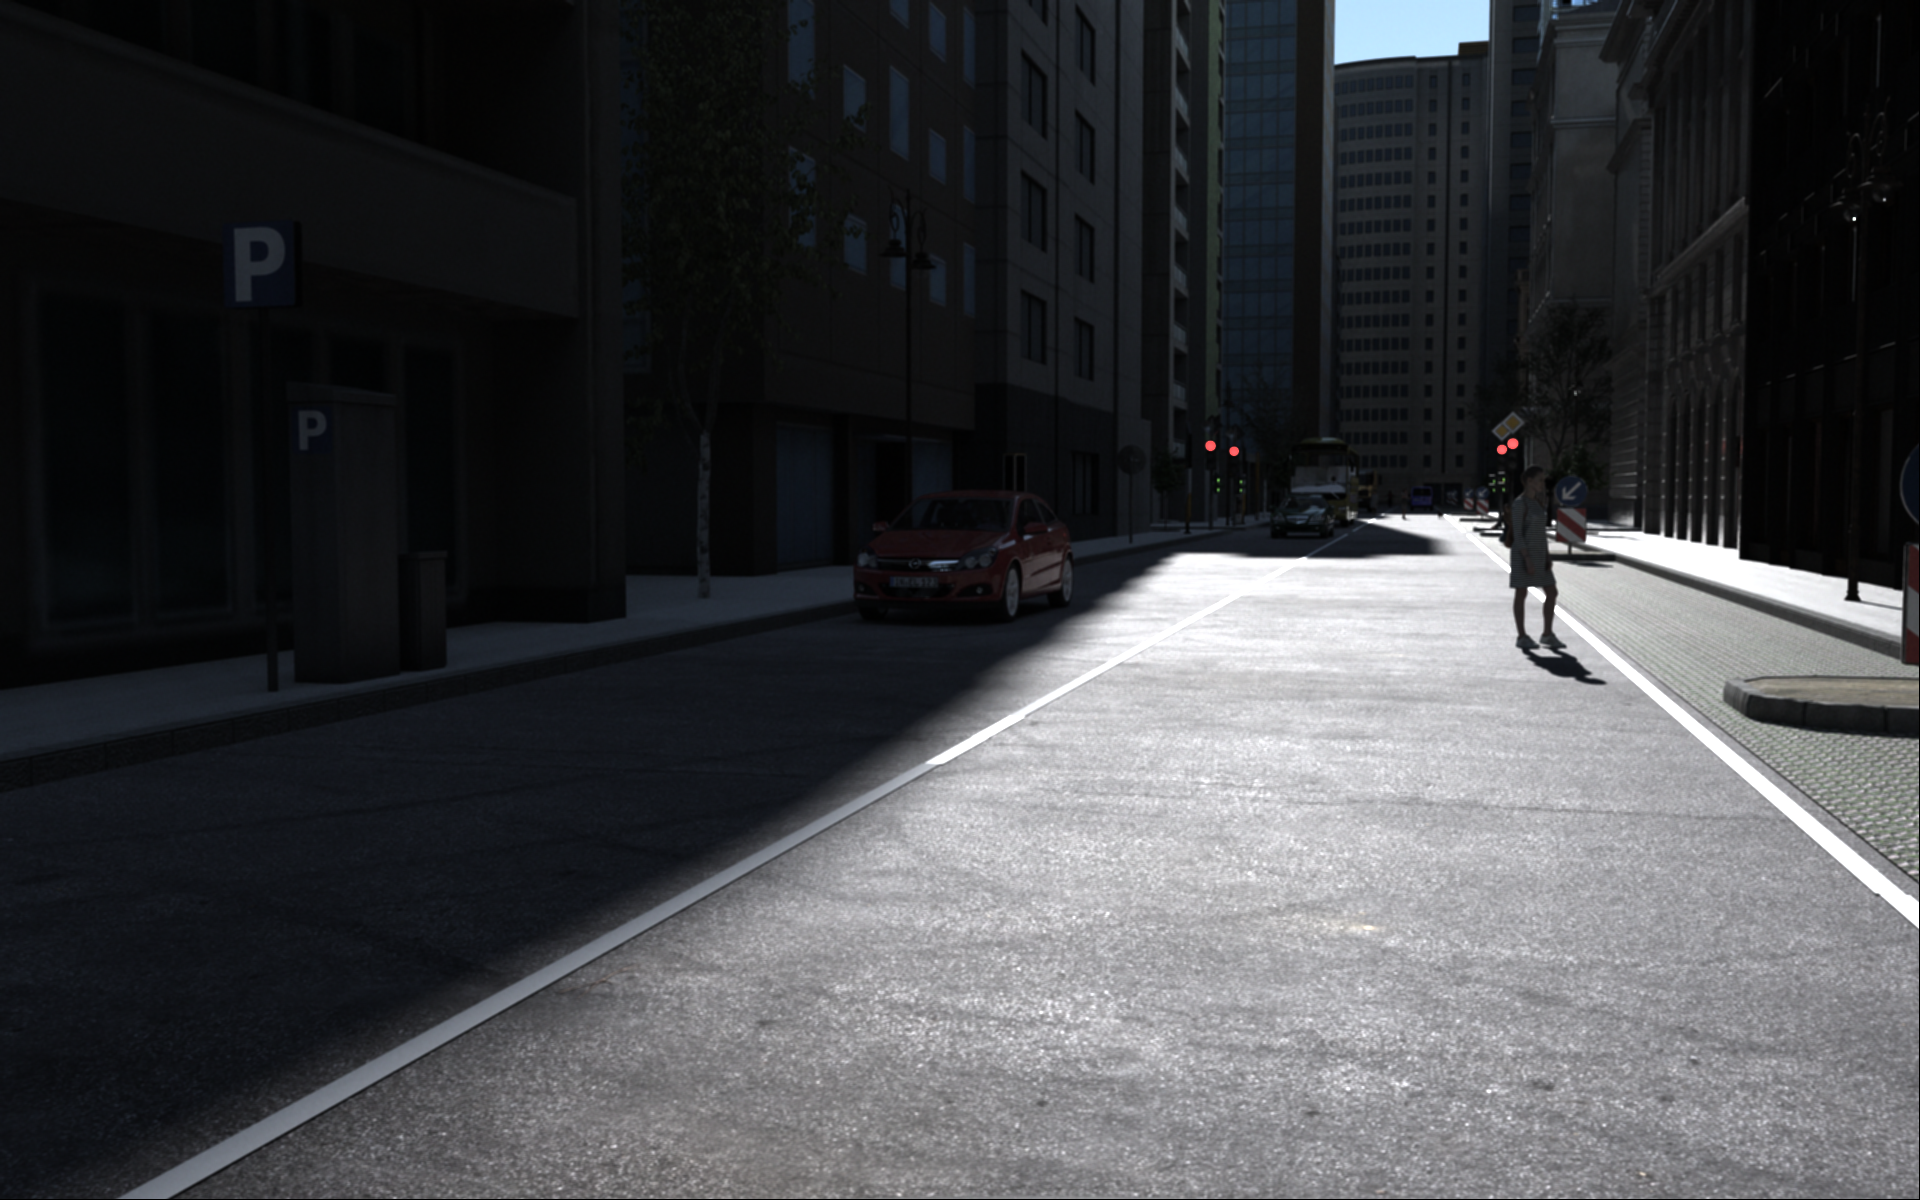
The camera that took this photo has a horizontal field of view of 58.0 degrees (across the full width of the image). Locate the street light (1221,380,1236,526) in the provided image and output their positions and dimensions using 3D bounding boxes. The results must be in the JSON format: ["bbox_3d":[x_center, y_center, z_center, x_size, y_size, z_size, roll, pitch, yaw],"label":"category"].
[{"bbox_3d":[10.856,-5.952,70.099,0.468,5.910,1.993,1,4,15],"label":"street light"}]

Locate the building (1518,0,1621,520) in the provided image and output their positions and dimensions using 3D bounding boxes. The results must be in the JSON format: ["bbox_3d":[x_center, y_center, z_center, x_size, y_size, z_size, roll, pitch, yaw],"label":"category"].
[{"bbox_3d":[37.775,-18.803,93.328,13.634,28.700,20.117,1,4,15],"label":"building"}]

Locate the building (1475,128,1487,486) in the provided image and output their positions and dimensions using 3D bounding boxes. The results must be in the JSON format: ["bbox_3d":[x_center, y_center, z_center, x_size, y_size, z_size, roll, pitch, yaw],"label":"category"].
[{"bbox_3d":[67.995,-33.728,201.555,14.600,45.320,14.200,1,4,15],"label":"building"}]

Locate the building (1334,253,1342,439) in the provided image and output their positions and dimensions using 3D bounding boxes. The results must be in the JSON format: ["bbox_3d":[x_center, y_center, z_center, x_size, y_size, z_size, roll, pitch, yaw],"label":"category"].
[{"bbox_3d":[38.810,-26.772,209.429,14.107,30.474,14.160,1,4,15],"label":"building"}]

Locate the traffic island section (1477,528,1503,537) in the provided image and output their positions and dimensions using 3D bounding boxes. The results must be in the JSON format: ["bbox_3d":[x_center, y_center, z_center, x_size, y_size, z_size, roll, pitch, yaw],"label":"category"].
[{"bbox_3d":[18.723,-2.234,58.814,2.009,0.180,2.903,1,4,15],"label":"traffic island section"}]

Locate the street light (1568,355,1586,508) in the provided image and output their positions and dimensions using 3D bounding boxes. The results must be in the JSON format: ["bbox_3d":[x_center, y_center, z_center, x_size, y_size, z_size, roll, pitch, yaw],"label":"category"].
[{"bbox_3d":[20.563,-5.202,57.839,0.468,5.910,1.993,1,4,15],"label":"street light"}]

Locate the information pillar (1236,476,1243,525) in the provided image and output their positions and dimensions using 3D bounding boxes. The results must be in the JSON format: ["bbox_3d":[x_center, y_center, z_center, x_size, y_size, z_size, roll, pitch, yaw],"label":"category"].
[{"bbox_3d":[11.531,-4.107,71.634,0.304,2.012,0.304,1,4,10],"label":"information pillar"}]

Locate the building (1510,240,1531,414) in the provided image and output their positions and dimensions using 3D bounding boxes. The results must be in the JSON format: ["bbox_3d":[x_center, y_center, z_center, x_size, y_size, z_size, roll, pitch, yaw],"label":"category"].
[{"bbox_3d":[45.787,-18.383,119.646,14.460,24.649,34.723,1,4,15],"label":"building"}]

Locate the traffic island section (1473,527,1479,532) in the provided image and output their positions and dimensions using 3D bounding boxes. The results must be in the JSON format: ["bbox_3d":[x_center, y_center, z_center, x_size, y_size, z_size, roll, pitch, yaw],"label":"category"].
[{"bbox_3d":[20.773,-2.707,66.532,2.009,0.180,2.903,1,4,15],"label":"traffic island section"}]

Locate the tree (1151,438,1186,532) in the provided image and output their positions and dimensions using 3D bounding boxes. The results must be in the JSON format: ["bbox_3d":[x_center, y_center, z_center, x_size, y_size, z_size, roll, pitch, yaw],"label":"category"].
[{"bbox_3d":[7.121,-3.973,59.565,1.663,3.219,1.824,0,3,0],"label":"tree"}]

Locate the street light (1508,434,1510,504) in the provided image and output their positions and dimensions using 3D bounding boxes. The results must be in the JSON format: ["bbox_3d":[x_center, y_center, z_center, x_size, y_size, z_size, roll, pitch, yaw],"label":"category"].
[{"bbox_3d":[32.063,-7.844,101.041,0.468,5.910,1.993,1,4,15],"label":"street light"}]

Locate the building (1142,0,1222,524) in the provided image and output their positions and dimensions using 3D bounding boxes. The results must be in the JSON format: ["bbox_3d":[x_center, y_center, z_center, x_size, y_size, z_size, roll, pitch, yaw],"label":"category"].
[{"bbox_3d":[3.913,-24.106,77.731,14.154,41.232,14.086,1,4,15],"label":"building"}]

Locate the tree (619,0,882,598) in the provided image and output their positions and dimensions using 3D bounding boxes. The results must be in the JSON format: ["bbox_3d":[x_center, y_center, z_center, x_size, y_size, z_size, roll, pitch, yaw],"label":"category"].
[{"bbox_3d":[-3.104,-4.341,21.343,4.737,8.622,4.395,0,3,0],"label":"tree"}]

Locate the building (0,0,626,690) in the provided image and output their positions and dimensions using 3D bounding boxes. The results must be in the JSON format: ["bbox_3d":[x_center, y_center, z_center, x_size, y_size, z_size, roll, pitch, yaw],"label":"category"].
[{"bbox_3d":[-16.452,-23.572,9.101,21.300,48.544,21.600,1,4,15],"label":"building"}]

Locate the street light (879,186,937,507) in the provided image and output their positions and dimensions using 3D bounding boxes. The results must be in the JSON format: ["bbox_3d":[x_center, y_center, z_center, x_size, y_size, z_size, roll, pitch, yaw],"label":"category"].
[{"bbox_3d":[-0.781,-3.279,26.398,0.468,5.910,1.993,1,4,15],"label":"street light"}]

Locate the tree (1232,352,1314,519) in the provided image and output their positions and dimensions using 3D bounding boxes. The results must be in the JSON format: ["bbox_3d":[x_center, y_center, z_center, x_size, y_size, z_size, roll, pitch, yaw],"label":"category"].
[{"bbox_3d":[16.167,-8.557,90.275,4.360,8.622,3.978,0,3,0],"label":"tree"}]

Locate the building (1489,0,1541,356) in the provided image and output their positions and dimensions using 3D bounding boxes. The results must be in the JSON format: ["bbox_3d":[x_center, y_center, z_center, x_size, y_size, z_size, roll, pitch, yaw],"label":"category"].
[{"bbox_3d":[65.395,-38.987,179.439,21.231,58.520,28.212,1,4,15],"label":"building"}]

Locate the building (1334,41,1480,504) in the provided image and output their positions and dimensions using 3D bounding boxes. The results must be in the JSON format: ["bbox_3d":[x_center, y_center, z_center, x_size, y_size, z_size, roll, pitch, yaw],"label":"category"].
[{"bbox_3d":[58.631,-42.167,231.430,28.212,58.520,21.231,1,4,15],"label":"building"}]

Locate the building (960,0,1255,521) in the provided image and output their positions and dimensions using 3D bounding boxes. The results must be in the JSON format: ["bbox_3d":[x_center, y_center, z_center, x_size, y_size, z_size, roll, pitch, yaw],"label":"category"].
[{"bbox_3d":[7.547,-40.755,104.596,20.563,71.187,20.611,1,4,15],"label":"building"}]

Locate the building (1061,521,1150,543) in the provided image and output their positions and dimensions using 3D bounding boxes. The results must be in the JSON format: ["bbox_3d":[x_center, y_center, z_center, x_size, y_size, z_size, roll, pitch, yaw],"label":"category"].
[{"bbox_3d":[-6.169,-37.349,48.909,20.611,71.187,20.563,1,4,15],"label":"building"}]

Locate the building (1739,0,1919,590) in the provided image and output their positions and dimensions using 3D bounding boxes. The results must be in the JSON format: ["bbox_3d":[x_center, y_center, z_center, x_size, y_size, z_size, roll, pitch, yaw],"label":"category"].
[{"bbox_3d":[19.271,-11.898,24.215,12.332,23.373,15.834,1,4,15],"label":"building"}]

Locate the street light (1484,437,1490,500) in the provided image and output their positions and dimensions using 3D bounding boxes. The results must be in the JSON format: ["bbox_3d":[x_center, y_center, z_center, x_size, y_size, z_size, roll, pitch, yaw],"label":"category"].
[{"bbox_3d":[41.911,-10.095,137.846,0.468,5.910,1.993,1,4,15],"label":"street light"}]

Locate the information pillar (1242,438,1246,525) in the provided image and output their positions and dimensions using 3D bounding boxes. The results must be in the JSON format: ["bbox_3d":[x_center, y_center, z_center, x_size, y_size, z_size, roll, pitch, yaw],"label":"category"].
[{"bbox_3d":[11.893,-4.972,72.653,0.183,3.616,0.504,0,4,-1],"label":"information pillar"}]

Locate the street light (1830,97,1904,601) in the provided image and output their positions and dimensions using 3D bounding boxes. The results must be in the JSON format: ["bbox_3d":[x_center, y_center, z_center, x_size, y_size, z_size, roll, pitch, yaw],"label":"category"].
[{"bbox_3d":[10.756,-2.930,20.693,0.468,5.910,1.993,1,4,15],"label":"street light"}]

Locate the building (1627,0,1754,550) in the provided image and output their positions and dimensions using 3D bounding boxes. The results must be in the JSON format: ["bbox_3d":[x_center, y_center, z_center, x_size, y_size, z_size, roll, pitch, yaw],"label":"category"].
[{"bbox_3d":[25.010,-12.326,43.337,13.314,21.916,24.055,1,4,15],"label":"building"}]

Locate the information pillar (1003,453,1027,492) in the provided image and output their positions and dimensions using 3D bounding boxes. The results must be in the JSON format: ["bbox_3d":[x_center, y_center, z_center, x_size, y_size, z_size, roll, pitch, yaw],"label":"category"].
[{"bbox_3d":[0.992,-1.646,31.401,0.304,2.012,0.304,-3,5,-43],"label":"information pillar"}]

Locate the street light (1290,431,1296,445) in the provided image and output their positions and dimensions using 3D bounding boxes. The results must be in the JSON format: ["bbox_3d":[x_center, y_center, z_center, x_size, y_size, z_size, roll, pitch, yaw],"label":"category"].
[{"bbox_3d":[20.548,-8.205,106.946,0.468,5.910,1.993,1,4,15],"label":"street light"}]

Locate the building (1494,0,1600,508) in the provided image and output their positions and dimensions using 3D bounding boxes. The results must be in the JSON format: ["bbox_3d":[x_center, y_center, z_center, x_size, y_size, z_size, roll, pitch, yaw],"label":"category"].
[{"bbox_3d":[59.206,-51.180,149.463,22.319,86.520,31.000,1,4,15],"label":"building"}]

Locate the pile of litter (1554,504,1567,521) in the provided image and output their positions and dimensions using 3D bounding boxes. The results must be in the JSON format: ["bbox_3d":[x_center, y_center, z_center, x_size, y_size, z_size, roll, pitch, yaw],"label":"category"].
[{"bbox_3d":[28.921,-4.189,82.449,1.176,0.858,1.719,1,4,14],"label":"pile of litter"}]

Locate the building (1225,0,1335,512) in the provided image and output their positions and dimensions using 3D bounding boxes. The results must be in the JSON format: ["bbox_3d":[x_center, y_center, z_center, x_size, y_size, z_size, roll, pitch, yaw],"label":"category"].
[{"bbox_3d":[20.185,-29.246,128.275,14.600,45.320,14.200,1,4,15],"label":"building"}]

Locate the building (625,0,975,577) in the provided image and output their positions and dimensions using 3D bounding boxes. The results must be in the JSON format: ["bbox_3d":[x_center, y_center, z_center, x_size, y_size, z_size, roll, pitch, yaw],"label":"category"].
[{"bbox_3d":[-7.812,-23.459,33.658,14.600,45.320,14.200,1,4,15],"label":"building"}]

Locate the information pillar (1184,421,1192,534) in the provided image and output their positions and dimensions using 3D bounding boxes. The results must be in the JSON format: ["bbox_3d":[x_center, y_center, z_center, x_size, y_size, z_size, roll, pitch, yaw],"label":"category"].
[{"bbox_3d":[7.351,-3.937,55.723,0.183,3.616,0.504,0,4,-5],"label":"information pillar"}]

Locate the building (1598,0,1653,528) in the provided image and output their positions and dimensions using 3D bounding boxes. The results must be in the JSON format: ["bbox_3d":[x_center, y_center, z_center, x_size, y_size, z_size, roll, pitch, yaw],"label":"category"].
[{"bbox_3d":[35.744,-14.583,67.316,19.941,23.489,11.050,1,4,15],"label":"building"}]
